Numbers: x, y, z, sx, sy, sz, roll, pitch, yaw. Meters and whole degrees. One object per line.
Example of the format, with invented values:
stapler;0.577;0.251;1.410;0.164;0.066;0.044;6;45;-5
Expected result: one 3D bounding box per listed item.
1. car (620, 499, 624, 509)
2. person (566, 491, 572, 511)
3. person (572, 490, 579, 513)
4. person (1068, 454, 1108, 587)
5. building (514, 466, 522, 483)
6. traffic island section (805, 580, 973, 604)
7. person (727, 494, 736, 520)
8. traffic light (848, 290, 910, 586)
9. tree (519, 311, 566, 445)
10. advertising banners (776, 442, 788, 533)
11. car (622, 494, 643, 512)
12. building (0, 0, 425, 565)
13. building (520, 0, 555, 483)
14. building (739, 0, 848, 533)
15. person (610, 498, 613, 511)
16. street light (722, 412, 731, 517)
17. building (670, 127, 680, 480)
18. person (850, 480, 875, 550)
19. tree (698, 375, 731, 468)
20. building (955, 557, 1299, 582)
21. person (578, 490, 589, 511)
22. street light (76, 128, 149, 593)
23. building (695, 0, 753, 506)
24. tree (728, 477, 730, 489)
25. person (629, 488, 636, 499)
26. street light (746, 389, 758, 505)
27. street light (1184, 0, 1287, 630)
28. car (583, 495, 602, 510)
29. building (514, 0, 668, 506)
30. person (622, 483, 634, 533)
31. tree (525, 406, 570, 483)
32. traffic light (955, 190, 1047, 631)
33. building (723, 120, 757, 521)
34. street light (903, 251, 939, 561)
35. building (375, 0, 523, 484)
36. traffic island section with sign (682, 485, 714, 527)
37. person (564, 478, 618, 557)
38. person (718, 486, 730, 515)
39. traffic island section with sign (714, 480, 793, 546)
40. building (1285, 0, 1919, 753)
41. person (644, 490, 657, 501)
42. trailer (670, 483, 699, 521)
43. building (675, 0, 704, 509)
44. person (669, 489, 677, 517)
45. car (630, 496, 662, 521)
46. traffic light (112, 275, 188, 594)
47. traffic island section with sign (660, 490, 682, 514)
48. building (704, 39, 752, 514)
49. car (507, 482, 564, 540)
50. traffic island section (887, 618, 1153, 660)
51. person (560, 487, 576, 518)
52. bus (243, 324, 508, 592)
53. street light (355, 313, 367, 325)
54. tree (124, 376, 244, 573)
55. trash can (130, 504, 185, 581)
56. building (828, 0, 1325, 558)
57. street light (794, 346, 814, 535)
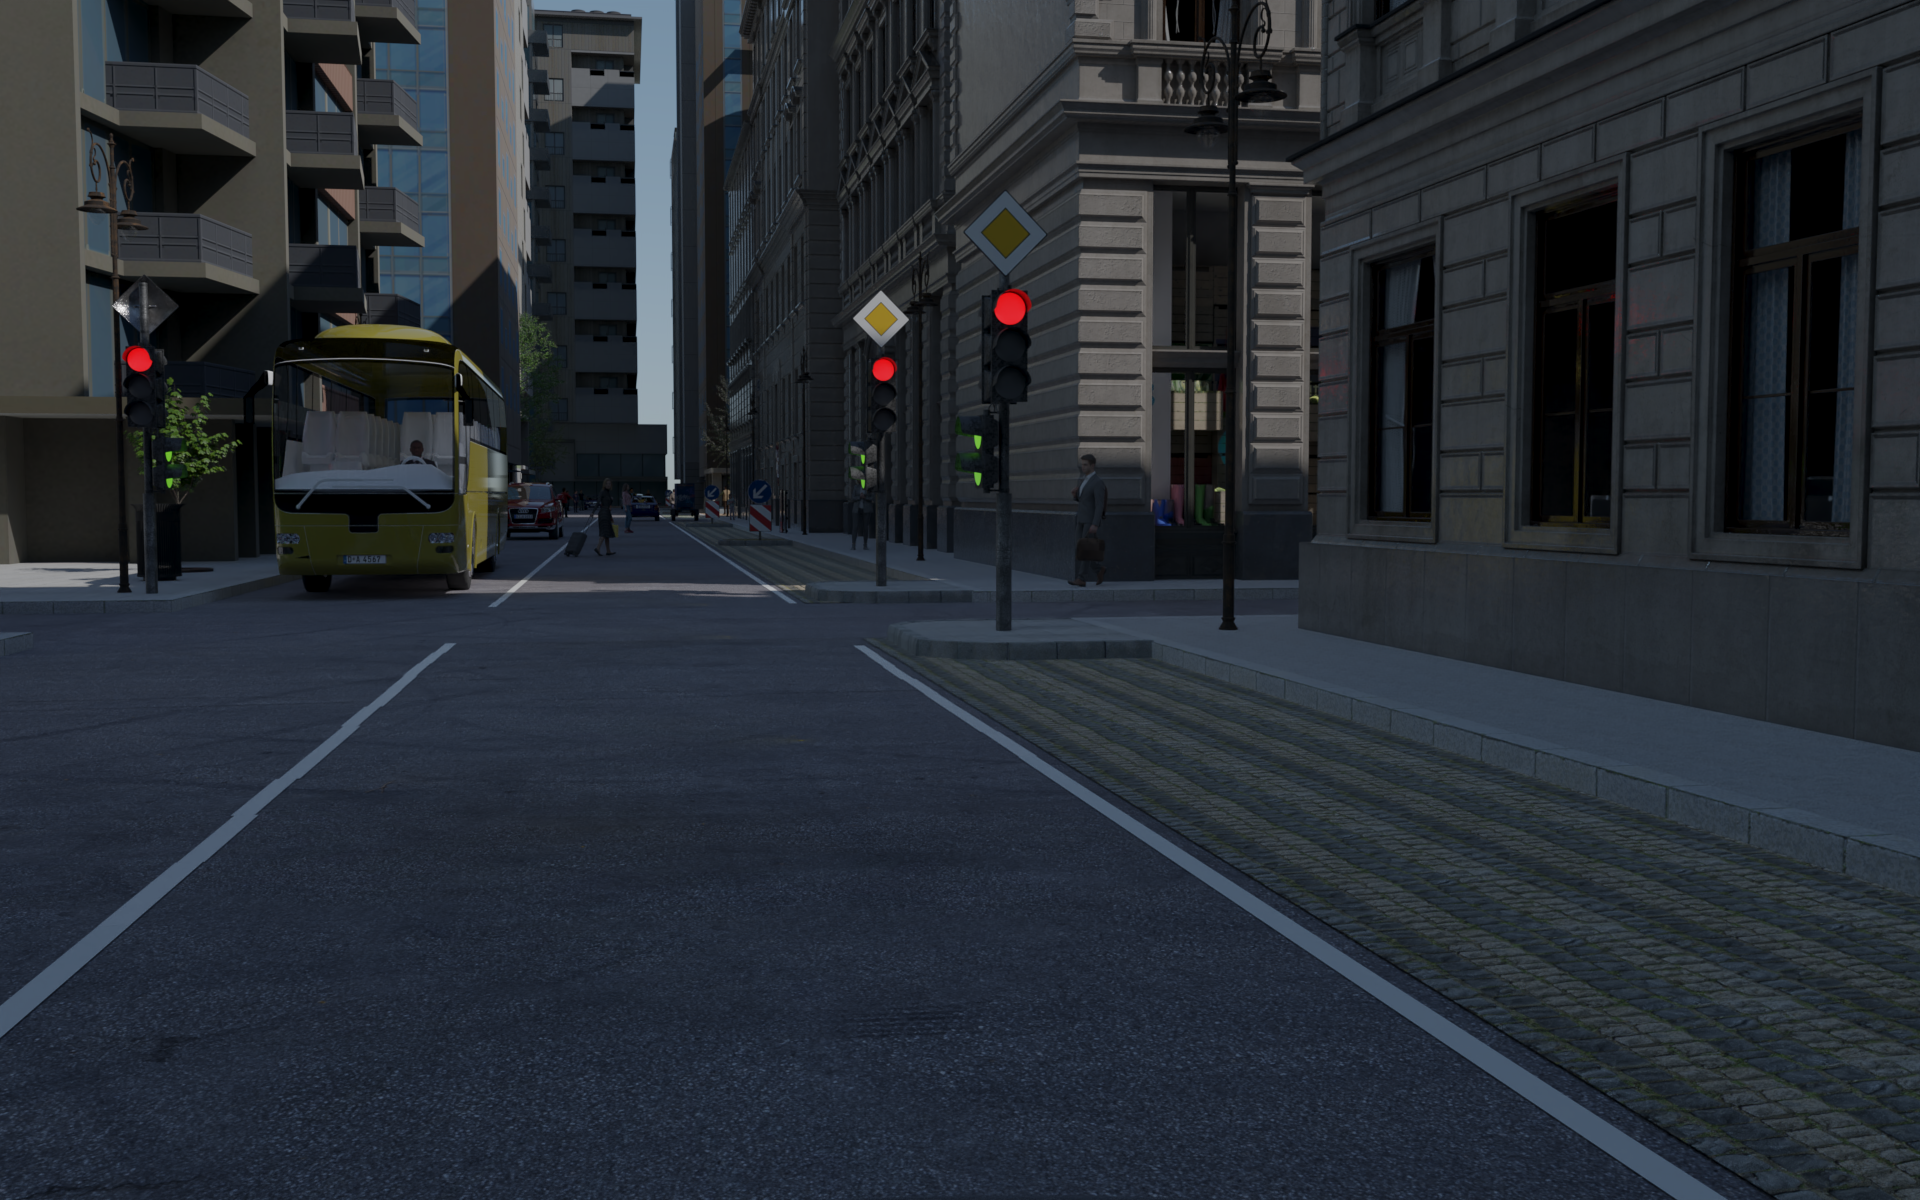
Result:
car;-31.389;-9.353;165.282;2.083;1.381;4.827;-1;4;-12
person;-33.015;-8.372;146.201;0.721;1.723;1.217;1;4;9
person;-29.595;-7.579;133.332;0.541;1.710;0.530;-3;4;-36
person;1.812;-1.100;24.000;0.822;1.834;0.622;-3;4;-36
building;-33.547;-25.533;101.057;14.154;41.232;14.086;-1;4;-11
traffic island section;-1.074;-0.113;24.136;2.009;0.180;2.903;-1;4;-11
person;-11.189;-4.568;85.001;0.425;1.301;0.394;-2;4;-32
traffic light;-1.115;-2.146;24.015;0.839;4.253;0.868;-1;4;-11
tree;-24.448;-10.133;91.425;9.928;11.665;9.643;0;3;0
advertising banners;-5.892;-3.731;57.198;0.090;3.025;2.074;-1;4;-15
car;-25.612;-7.734;136.670;2.015;1.641;3.980;-1;4;-13
building;-25.640;-23.703;42.167;22.147;44.769;28.867;-1;4;-11
building;-52.244;-32.717;154.533;30.456;49.044;23.786;-1;4;-11
building;-1.728;-16.626;69.095;12.463;27.353;25.104;-1;4;-11
person;-29.081;-8.070;143.628;0.628;1.438;0.799;-1;4;-18
street light;-13.122;-7.627;97.495;0.468;5.910;1.993;-1;4;-11
building;-24.082;-30.860;188.157;14.086;41.232;14.154;-1;4;-11
person;-2.227;-2.049;39.720;0.537;1.800;0.526;1;4;11
tree;-13.510;-9.433;104.597;4.360;8.622;3.978;0;3;0
building;9.847;-12.360;30.958;19.941;23.489;11.050;-1;4;-11
person;-32.560;-8.592;148.985;1.348;1.822;0.705;-3;5;-45
street light;-10.880;-3.033;22.377;0.468;5.910;1.993;-1;4;-11
building;-13.811;-29.892;138.848;14.600;45.320;14.200;-1;4;-11
tree;-12.821;-6.511;101.050;1.663;3.219;1.824;0;3;0
person;-22.315;-6.705;117.761;1.348;1.869;0.705;-3;4;-36
street light;-9.126;-6.338;76.419;0.468;5.910;1.993;-1;4;-11
street light;2.539;-2.656;16.214;0.468;5.910;1.993;-1;4;-11
car;-32.973;-8.773;156.016;1.945;1.354;3.894;-1;4;-11
building;-46.483;-36.741;189.949;27.495;52.752;28.713;-1;4;-11
person;-12.196;-3.363;63.497;0.388;1.821;0.555;0;4;-1
tree;-34.133;-11.661;141.017;4.737;8.622;4.395;0;3;0
traffic light;0.392;-1.667;16.173;0.839;4.253;0.868;-1;4;-11
building;-6.874;-14.752;90.342;9.793;20.994;18.267;-1;4;-11
street light;-0.757;-3.693;33.165;0.468;5.910;1.993;-1;4;-11
building;-27.400;-26.123;77.227;14.600;45.320;14.200;-1;4;-11
traffic island section with sign;-10.919;-4.077;75.292;1.989;1.847;2.006;-1;4;-11
person;-8.497;-1.916;40.048;0.699;1.804;1.509;3;5;44
person;-14.452;-6.171;107.035;1.348;1.812;0.705;-2;4;-30
traffic island section with sign;-5.757;-2.436;48.456;1.989;1.847;2.006;-1;4;-11
building;9.563;-8.767;7.962;10.561;19.102;19.286;-1;4;-11
person;-23.170;-7.337;128.982;1.217;1.766;0.721;1;4;9
trailer;-14.838;-5.264;93.118;1.471;1.999;3.904;-1;4;-12
building;-15.494;-37.796;159.965;21.231;58.520;28.212;-1;4;-11
person;-17.892;-6.064;108.177;0.617;1.759;0.750;-1;4;-16
car;-16.958;-4.901;92.708;1.945;1.354;3.894;-1;4;-10
traffic light;-10.404;-2.037;22.219;0.839;4.253;0.868;-1;4;-11
traffic island section with sign;-20.466;-7.116;124.969;1.989;1.847;2.006;-1;4;-11
building;-1.646;-26.295;121.804;32.217;40.220;23.993;-1;4;-11
car;-13.920;-2.890;55.930;2.281;1.827;5.304;-1;4;-10
traffic island section;0.434;0.366;16.294;2.009;0.180;2.903;-1;4;-11
person;-23.882;-5.883;104.617;1.348;1.831;0.705;1;4;11
bus;-9.148;-2.279;28.812;2.896;3.916;12.252;-1;4;-12
street light;-14.970;-4.321;43.435;0.468;5.910;1.993;-1;4;-11
tree;-13.013;-2.078;28.584;1.663;3.219;1.824;0;3;0
trash can;-11.877;-0.858;25.674;0.748;1.137;0.748;0;3;0
building;2.672;-13.342;47.021;11.050;23.489;19.941;-1;4;-11
street light;-4.875;-4.980;54.217;0.468;5.910;1.993;-1;4;-11
